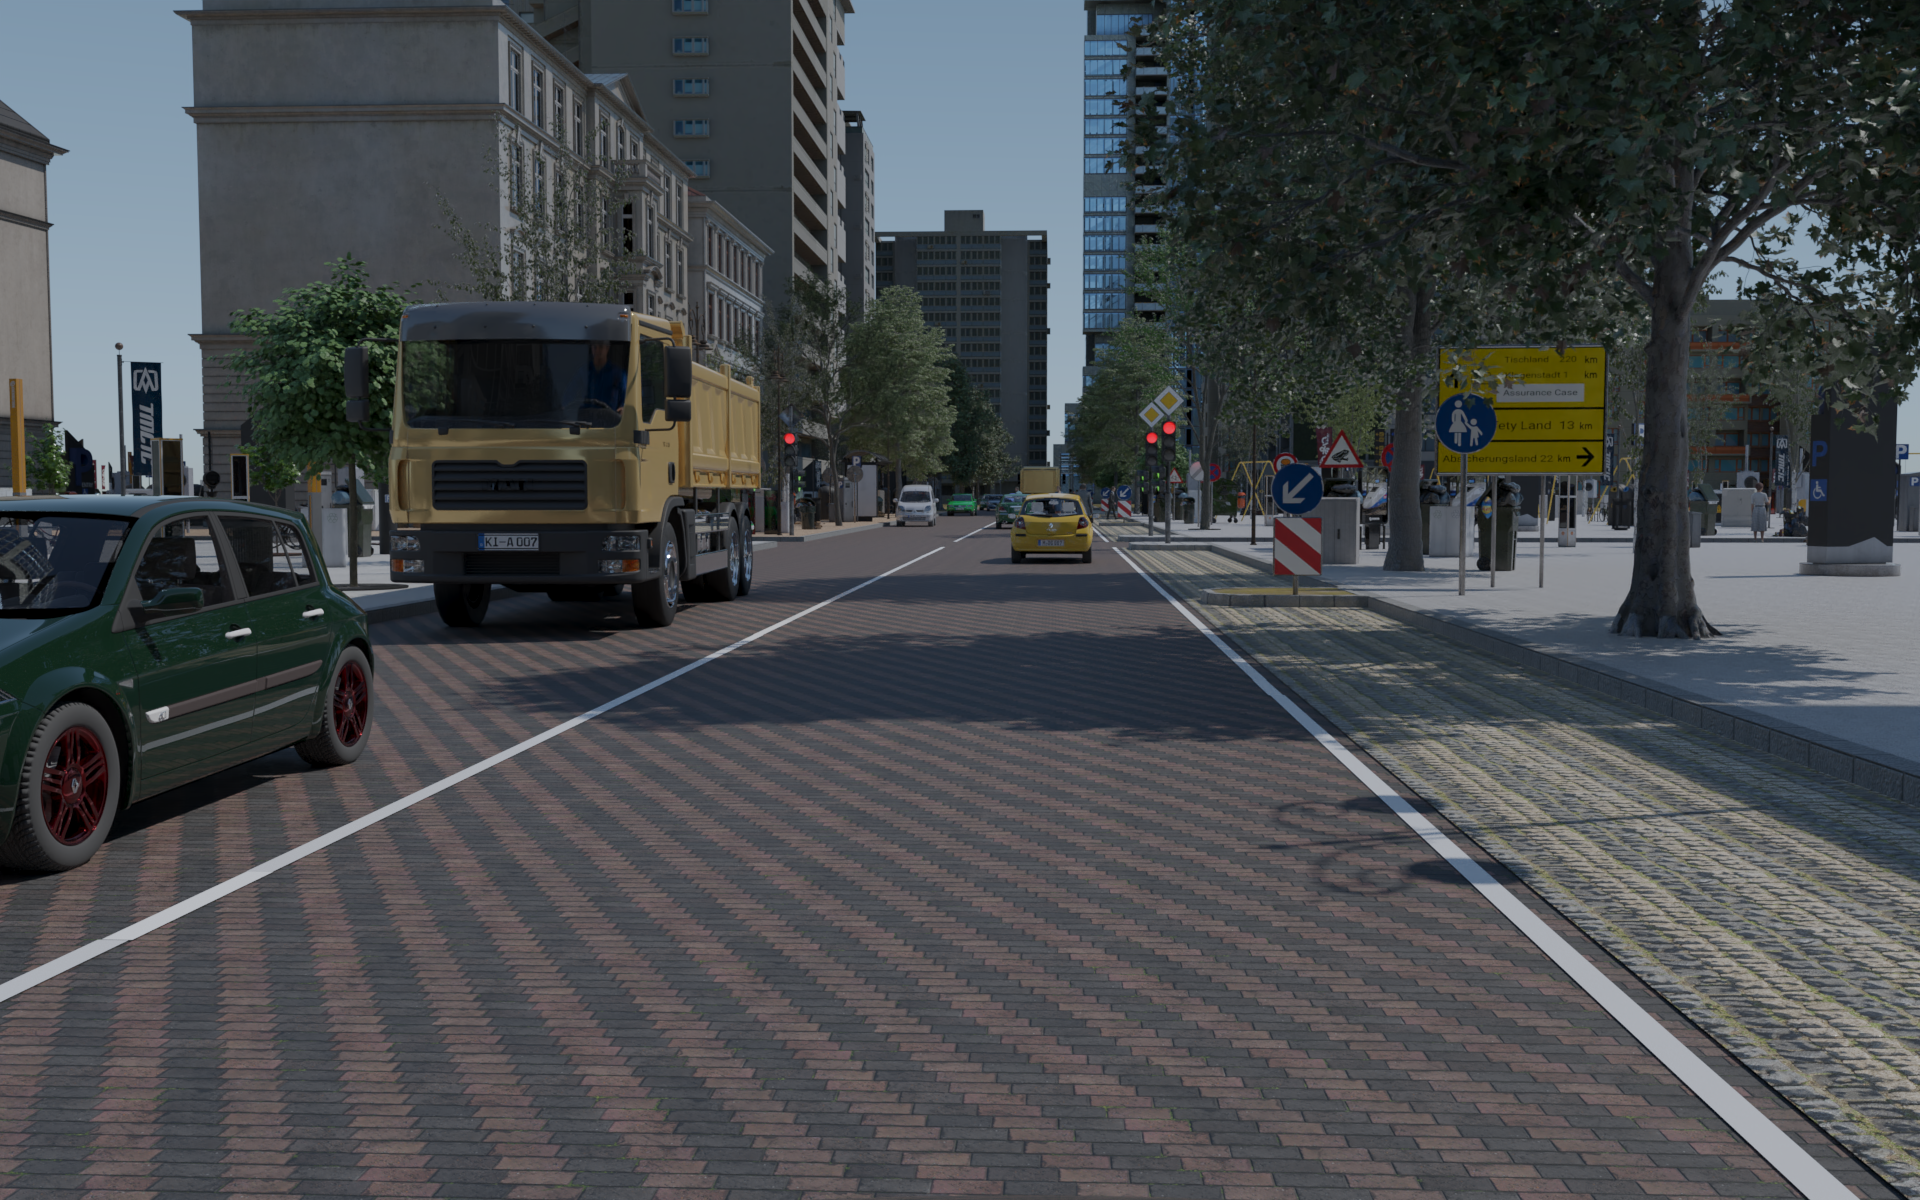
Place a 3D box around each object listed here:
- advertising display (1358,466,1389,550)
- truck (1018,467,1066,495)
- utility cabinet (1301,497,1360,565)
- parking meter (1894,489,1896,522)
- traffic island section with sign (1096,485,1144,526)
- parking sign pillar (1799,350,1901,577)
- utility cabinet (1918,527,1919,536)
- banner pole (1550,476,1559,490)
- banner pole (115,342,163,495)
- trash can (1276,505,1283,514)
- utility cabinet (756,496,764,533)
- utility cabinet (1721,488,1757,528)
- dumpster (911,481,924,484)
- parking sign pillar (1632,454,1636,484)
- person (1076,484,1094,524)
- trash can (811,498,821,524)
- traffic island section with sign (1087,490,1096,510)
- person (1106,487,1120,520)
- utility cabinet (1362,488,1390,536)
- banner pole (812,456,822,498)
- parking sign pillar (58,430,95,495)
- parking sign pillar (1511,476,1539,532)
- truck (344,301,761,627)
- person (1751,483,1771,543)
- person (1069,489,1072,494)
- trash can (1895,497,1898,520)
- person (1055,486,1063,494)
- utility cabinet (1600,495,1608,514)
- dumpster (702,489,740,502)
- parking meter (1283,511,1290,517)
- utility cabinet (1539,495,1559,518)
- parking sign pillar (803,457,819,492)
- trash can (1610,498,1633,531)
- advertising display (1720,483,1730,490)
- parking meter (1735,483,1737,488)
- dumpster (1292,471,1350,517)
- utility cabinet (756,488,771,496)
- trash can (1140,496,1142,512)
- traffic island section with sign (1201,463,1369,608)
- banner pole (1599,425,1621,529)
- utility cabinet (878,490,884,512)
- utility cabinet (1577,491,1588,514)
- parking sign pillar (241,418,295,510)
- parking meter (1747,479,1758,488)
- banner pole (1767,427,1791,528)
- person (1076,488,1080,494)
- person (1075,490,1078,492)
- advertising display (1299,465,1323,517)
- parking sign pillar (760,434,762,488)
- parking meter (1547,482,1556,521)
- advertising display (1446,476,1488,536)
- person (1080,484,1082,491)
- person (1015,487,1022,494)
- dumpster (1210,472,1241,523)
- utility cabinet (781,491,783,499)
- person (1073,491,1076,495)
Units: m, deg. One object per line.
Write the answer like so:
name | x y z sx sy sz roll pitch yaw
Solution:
advertising display | 9.531 -2.126 39.975 0.974 1.923 0.123 -3 4 -38
truck | 5.629 -7.642 120.867 3.469 3.379 9.791 0 4 4
utility cabinet | 6.804 -1.264 31.830 1.020 1.237 0.306 2 4 27
parking meter | 36.915 -3.692 68.768 0.372 1.533 0.369 0 3 0
traffic island section with sign | 7.212 -4.211 77.484 1.989 1.847 2.006 0 4 3
parking sign pillar | 14.130 -2.381 27.401 1.447 3.967 1.447 -1 4 -16
utility cabinet | 29.333 -2.661 52.189 0.318 1.500 1.173 0 4 5
banner pole | 41.463 -7.934 119.743 0.863 3.779 0.401 -1 4 -18
banner pole | -13.675 -2.372 28.802 0.863 3.779 0.401 -2 4 -29
trash can | 20.834 -6.160 112.373 0.748 1.137 0.748 0 3 0
utility cabinet | -6.746 -2.857 57.872 1.020 1.237 0.306 0 4 -3
utility cabinet | 29.495 -3.481 65.585 1.173 1.500 0.318 3 5 41
dumpster | -3.035 -7.183 119.939 1.502 2.255 1.985 0 4 3
parking sign pillar | 43.322 -7.494 110.993 1.447 3.967 1.447 2 4 25
person | 4.536 -3.328 63.011 0.694 1.812 0.767 1 4 11
trash can | -6.029 -3.634 71.063 0.748 1.137 0.748 0 3 0
traffic island section with sign | 8.725 -5.895 105.003 1.989 1.847 2.006 0 4 3
person | 8.523 -5.395 96.492 0.755 1.850 0.659 1 4 14
utility cabinet | 12.884 -2.701 52.838 1.173 1.500 0.318 -1 4 -19
banner pole | -9.490 -7.609 114.416 0.863 3.779 0.401 -2 4 -33
parking sign pillar | -37.266 -5.193 73.373 1.447 3.967 1.447 1 4 10
parking sign pillar | 19.177 -4.343 59.484 1.447 3.967 1.447 0 4 -1
truck | -4.315 -1.526 20.872 3.469 3.379 9.791 0 4 1
person | 22.573 -2.432 48.827 0.480 1.755 0.524 2 4 35
person | 9.287 -8.437 146.076 0.705 1.869 1.348 2 4 32
trash can | 47.888 -4.753 89.369 0.748 1.137 0.748 0 3 0
person | 4.794 -4.626 84.164 0.581 1.822 0.654 0 4 6
utility cabinet | 42.618 -6.296 114.104 1.020 1.237 0.306 -2 4 -32
dumpster | -8.176 -3.375 57.671 1.502 2.255 1.985 0 4 3
parking meter | 16.092 -4.865 85.253 0.255 1.863 0.399 2 4 32
utility cabinet | 31.677 -5.013 93.130 1.020 1.237 0.306 -1 4 -11
parking sign pillar | -10.908 -8.491 127.303 1.447 3.967 1.447 2 4 31
trash can | 23.349 -3.028 61.155 0.748 1.137 0.748 0 3 0
advertising display | 43.306 -5.681 98.098 0.123 1.923 0.974 0 4 -2
parking meter | 41.635 -5.318 92.665 0.255 1.863 0.399 3 4 36
dumpster | 8.434 -2.120 40.418 1.264 1.857 1.865 0 4 3
utility cabinet | -11.684 -5.881 104.840 1.173 1.500 0.318 0 4 1
trash can | 12.757 -6.817 123.109 0.748 1.137 0.748 0 3 0
traffic island section with sign | 4.205 -0.861 22.705 1.989 1.847 2.006 0 4 3
banner pole | 23.674 -4.460 62.932 0.863 3.779 0.401 1 4 8
utility cabinet | -4.682 -5.531 99.103 0.318 1.500 1.173 -2 4 -26
utility cabinet | 38.572 -6.051 107.614 0.318 1.500 1.173 -1 4 -11
parking sign pillar | -18.319 -3.509 45.843 1.447 3.967 1.447 1 4 13
parking meter | 30.811 -3.774 67.409 0.399 1.863 0.255 -2 4 -35
banner pole | 30.509 -4.567 64.694 0.863 3.779 0.401 0 4 5
person | 7.751 -6.348 111.659 0.648 1.900 0.474 -3 5 -40
person | 10.093 -8.655 150.014 0.705 1.822 1.348 1 4 14
advertising display | 7.899 -2.049 38.713 0.123 1.923 0.974 -2 4 -29
parking sign pillar | -9.320 -5.457 77.694 1.447 3.967 1.447 1 4 16
parking meter | 28.158 -4.694 82.457 0.255 1.863 0.399 0 4 -4
advertising display | 11.786 -2.145 40.279 0.974 1.923 0.123 -1 4 -11
person | 4.806 -3.751 69.682 0.795 1.843 0.661 1 4 16
person | 3.340 -5.559 99.259 0.638 1.841 0.748 -2 4 -23
dumpster | 11.586 -4.530 76.563 1.502 2.255 1.985 0 4 3
utility cabinet | -12.244 -6.535 115.518 1.173 1.500 0.318 3 4 37
person | 12.324 -10.949 187.971 0.568 1.767 0.683 -1 4 -13
